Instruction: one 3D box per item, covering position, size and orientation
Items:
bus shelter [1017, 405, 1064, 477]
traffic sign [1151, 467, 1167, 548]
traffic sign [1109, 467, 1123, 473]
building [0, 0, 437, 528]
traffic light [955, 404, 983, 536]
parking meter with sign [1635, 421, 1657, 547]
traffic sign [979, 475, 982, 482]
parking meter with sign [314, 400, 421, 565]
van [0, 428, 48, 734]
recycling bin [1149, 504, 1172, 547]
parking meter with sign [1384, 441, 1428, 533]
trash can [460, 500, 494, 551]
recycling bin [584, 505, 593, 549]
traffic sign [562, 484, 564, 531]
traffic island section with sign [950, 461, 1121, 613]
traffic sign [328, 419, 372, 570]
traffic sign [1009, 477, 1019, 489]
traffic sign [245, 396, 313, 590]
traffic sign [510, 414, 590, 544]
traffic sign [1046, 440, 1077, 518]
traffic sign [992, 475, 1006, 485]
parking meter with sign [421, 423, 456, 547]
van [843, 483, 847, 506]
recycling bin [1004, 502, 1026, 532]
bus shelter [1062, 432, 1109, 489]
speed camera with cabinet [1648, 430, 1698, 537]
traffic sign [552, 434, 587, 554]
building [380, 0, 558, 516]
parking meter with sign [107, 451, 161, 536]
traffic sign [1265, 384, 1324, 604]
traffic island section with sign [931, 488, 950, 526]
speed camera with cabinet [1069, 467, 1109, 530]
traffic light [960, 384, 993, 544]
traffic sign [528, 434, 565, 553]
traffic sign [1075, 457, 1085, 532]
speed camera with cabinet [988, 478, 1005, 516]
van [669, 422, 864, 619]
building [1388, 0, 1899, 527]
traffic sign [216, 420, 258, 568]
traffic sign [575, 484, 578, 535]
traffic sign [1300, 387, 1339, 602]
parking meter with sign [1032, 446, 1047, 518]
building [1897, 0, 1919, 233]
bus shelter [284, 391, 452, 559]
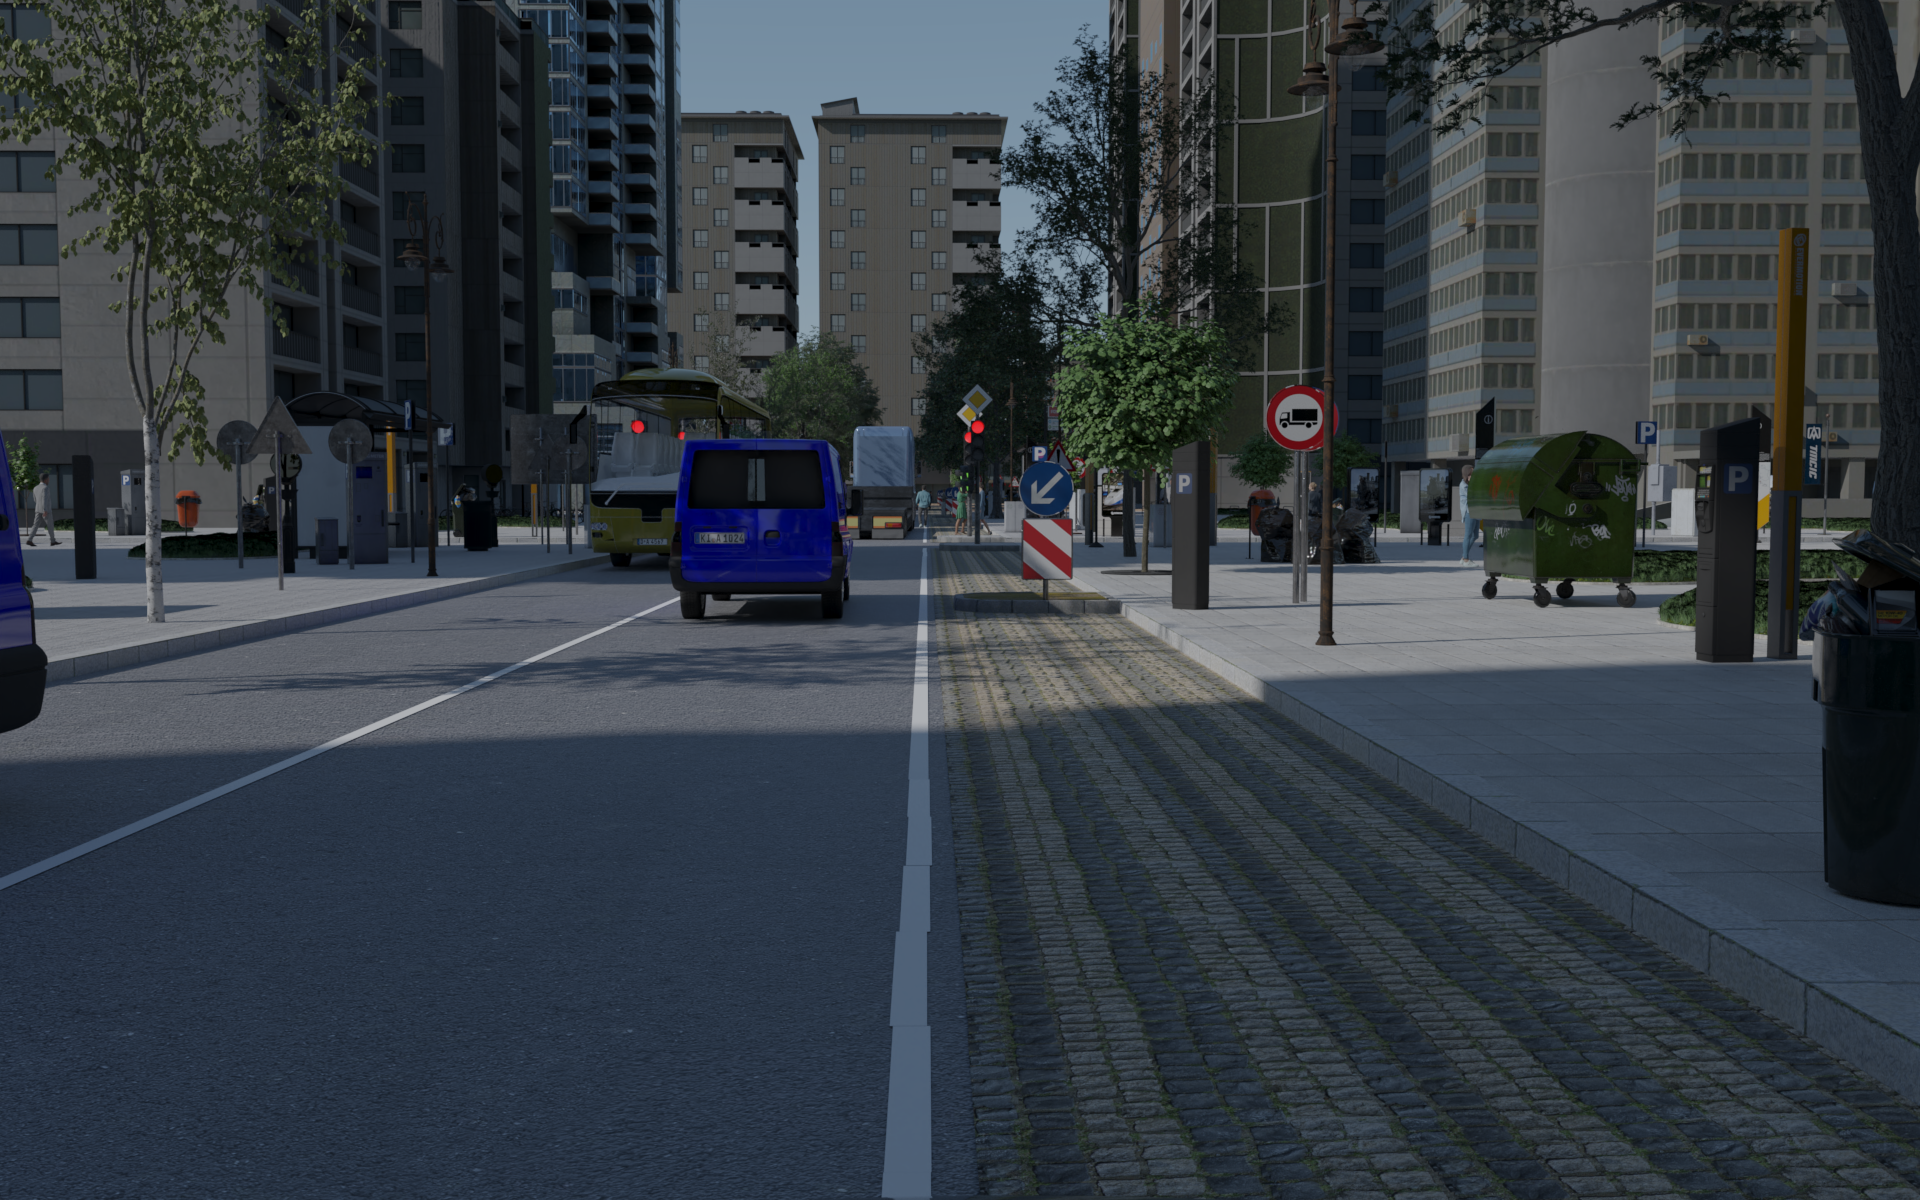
[{"bbox_3d":[3.642,-6.011,75.919,2.179,5.291,8.768,0,4,-1],"label":"bus shelter"},{"bbox_3d":[4.849,-2.504,40.943,0.884,2.594,0.081,0,4,1],"label":"traffic sign"},{"bbox_3d":[5.655,-3.738,61.216,0.768,2.556,0.104,0,4,4],"label":"traffic sign"},{"bbox_3d":[-34.344,-38.856,73.549,20.563,71.187,20.611,0,4,-1],"label":"building"},{"bbox_3d":[0.272,-3.877,52.315,0.839,4.253,0.868,0,4,-1],"label":"traffic light"},{"bbox_3d":[16.196,-2.816,42.310,0.543,3.016,1.738,-1,4,-16],"label":"parking meter with sign"},{"bbox_3d":[0.974,-6.413,104.959,0.768,2.556,0.104,0,4,6],"label":"traffic sign"},{"bbox_3d":[-10.919,-2.174,31.799,1.738,3.016,0.543,-2,4,-29],"label":"parking meter with sign"},{"bbox_3d":[-5.182,-0.065,5.449,2.240,2.365,5.245,0,4,0],"label":"van"},{"bbox_3d":[5.000,-1.802,42.016,0.722,1.027,0.722,0,4,-3],"label":"recycling bin"},{"bbox_3d":[14.738,-3.685,56.513,1.738,3.016,0.543,1,4,14],"label":"parking meter with sign"},{"bbox_3d":[-10.853,-1.670,38.952,0.748,1.137,0.748,0,3,0],"label":"trash can"},{"bbox_3d":[-8.534,-1.750,41.175,0.722,1.027,0.722,-1,4,-19],"label":"recycling bin"},{"bbox_3d":[-13.647,-3.641,59.531,0.884,2.594,0.081,0,4,4],"label":"traffic sign"},{"bbox_3d":[0.920,-0.794,21.615,1.989,1.847,2.006,0,4,-1],"label":"traffic island section with sign"},{"bbox_3d":[-10.341,-1.790,29.379,0.768,2.556,0.104,0,4,4],"label":"traffic sign"},{"bbox_3d":[4.008,-7.752,126.749,0.884,2.594,0.081,0,4,7],"label":"traffic sign"},{"bbox_3d":[-9.042,-1.406,23.000,0.884,2.594,0.081,0,4,0],"label":"traffic sign"},{"bbox_3d":[-10.323,-3.067,44.019,2.265,3.308,0.079,0,4,4],"label":"traffic sign"},{"bbox_3d":[2.367,-2.546,41.638,0.884,2.594,0.081,1,4,8],"label":"traffic sign"},{"bbox_3d":[2.328,-6.388,104.447,0.884,2.594,0.081,0,4,6],"label":"traffic sign"},{"bbox_3d":[-13.051,-2.791,41.895,0.543,3.016,1.738,2,4,33],"label":"parking meter with sign"},{"bbox_3d":[-6.704,-5.130,88.260,2.240,2.365,5.245,0,4,-2],"label":"van"},{"bbox_3d":[1.858,-2.796,58.265,0.722,1.027,0.722,0,4,1],"label":"recycling bin"},{"bbox_3d":[5.058,-4.641,67.157,1.731,3.624,6.357,0,4,-1],"label":"bus shelter"},{"bbox_3d":[21.993,-3.590,53.025,0.660,3.252,2.038,-1,4,-19],"label":"speed camera with cabinet"},{"bbox_3d":[-8.305,-2.247,36.839,0.768,2.556,0.104,0,4,2],"label":"traffic sign"},{"bbox_3d":[-31.981,-20.089,100.154,14.160,30.474,14.107,0,4,-1],"label":"building"},{"bbox_3d":[-25.647,-3.516,53.754,0.543,3.016,1.738,1,4,20],"label":"parking meter with sign"},{"bbox_3d":[3.940,-1.231,20.234,0.768,2.556,0.104,0,4,2],"label":"traffic sign"},{"bbox_3d":[-0.174,-4.208,77.421,1.989,1.847,2.006,0,4,-1],"label":"traffic island section with sign"},{"bbox_3d":[4.876,-4.164,62.424,2.038,3.252,0.660,-3,5,-39],"label":"speed camera with cabinet"},{"bbox_3d":[0.427,-3.389,44.332,0.839,4.253,0.868,0,4,-1],"label":"traffic light"},{"bbox_3d":[-8.960,-2.302,37.649,0.884,2.594,0.081,0,4,6],"label":"traffic sign"},{"bbox_3d":[3.981,-3.616,59.222,0.768,2.556,0.104,0,4,5],"label":"traffic sign"},{"bbox_3d":[2.128,-6.497,100.556,0.660,3.252,2.038,1,4,13],"label":"speed camera with cabinet"},{"bbox_3d":[-2.343,-1.051,21.568,2.240,2.365,5.245,0,4,-2],"label":"van"},{"bbox_3d":[34.258,-23.845,81.742,23.993,40.220,32.217,0,4,-1],"label":"building"},{"bbox_3d":[-12.417,-1.818,29.837,0.768,2.556,0.104,0,4,-1],"label":"traffic sign"},{"bbox_3d":[-12.073,-3.327,54.505,0.768,2.556,0.104,0,4,7],"label":"traffic sign"},{"bbox_3d":[4.099,-1.252,20.582,0.768,2.556,0.104,0,4,3],"label":"traffic sign"},{"bbox_3d":[2.995,-4.156,64.209,0.543,3.016,1.738,0,4,5],"label":"parking meter with sign"},{"bbox_3d":[27.213,-24.179,19.023,21.300,48.544,21.600,0,4,-1],"label":"building"},{"bbox_3d":[-12.511,-2.616,36.700,2.014,3.302,5.546,0,4,-1],"label":"bus shelter"}]
